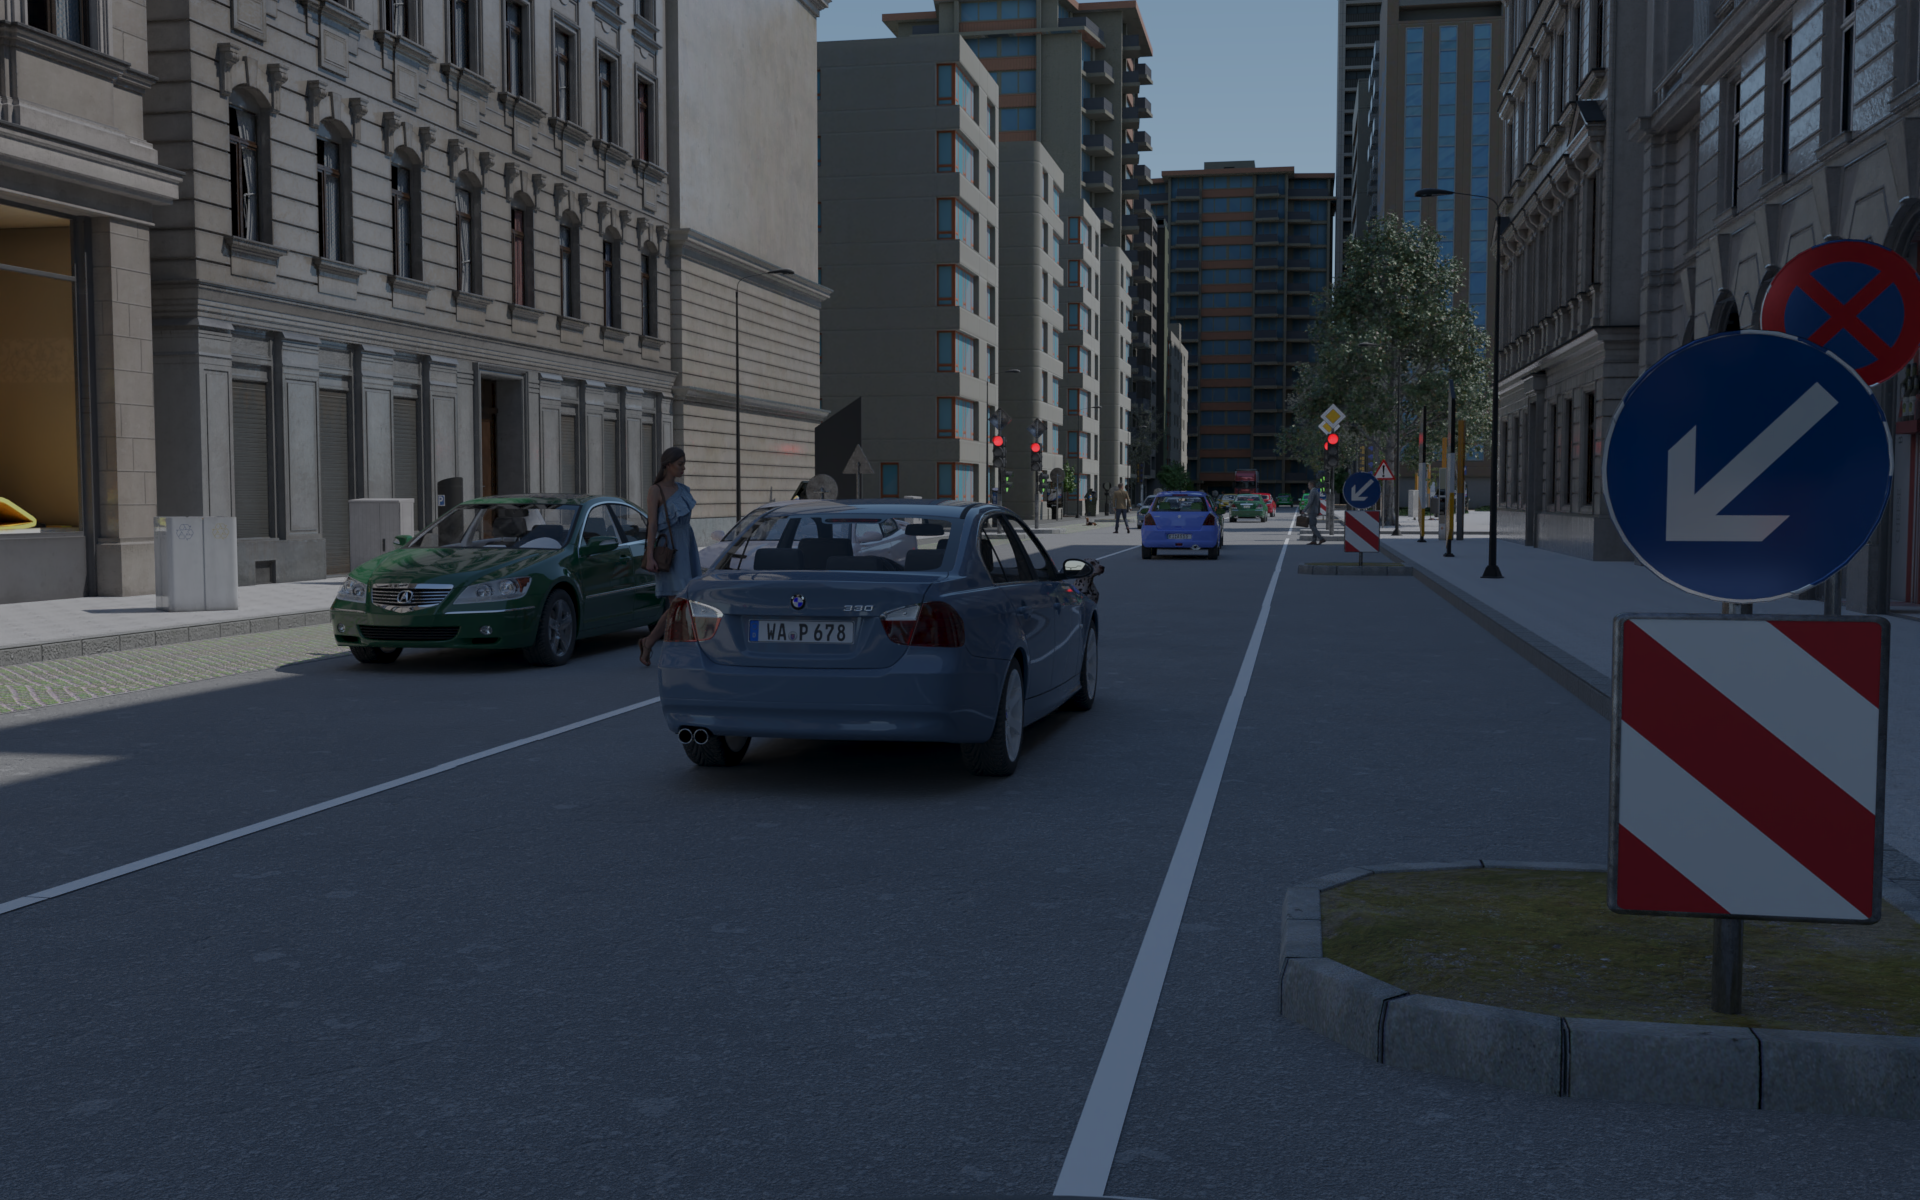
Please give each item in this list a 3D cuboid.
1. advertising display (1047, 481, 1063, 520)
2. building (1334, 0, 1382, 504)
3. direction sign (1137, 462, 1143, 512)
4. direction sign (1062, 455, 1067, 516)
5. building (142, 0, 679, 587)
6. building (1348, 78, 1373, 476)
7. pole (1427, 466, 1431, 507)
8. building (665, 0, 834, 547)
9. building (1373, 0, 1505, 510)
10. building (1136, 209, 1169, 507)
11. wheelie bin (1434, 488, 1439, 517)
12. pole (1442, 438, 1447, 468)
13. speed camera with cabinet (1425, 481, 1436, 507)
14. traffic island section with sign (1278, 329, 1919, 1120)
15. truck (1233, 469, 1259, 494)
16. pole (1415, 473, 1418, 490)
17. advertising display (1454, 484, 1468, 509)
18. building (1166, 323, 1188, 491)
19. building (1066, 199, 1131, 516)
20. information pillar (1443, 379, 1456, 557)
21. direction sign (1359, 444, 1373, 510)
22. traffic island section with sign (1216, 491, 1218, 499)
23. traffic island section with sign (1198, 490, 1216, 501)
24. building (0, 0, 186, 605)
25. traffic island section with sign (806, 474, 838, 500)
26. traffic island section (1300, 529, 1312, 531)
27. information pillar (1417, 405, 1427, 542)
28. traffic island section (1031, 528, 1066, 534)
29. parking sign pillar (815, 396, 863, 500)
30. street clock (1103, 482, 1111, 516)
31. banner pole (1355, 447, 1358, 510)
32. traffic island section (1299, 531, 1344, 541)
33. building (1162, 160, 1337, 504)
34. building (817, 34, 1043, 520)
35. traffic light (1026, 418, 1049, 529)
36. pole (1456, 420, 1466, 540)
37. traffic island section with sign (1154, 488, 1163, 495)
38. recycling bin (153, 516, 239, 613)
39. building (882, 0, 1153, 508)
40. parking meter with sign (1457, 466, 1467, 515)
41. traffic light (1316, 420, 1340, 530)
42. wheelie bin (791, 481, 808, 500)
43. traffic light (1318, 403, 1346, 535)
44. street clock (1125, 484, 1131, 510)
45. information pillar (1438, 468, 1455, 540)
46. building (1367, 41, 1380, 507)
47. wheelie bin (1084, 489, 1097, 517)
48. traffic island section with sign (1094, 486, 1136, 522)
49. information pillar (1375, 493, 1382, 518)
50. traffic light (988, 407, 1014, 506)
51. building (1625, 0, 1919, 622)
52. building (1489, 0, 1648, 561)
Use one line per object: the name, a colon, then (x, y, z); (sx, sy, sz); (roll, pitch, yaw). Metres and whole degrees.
advertising display: (4.761, -4.994, 86.869); (0.974, 1.923, 0.123); (3, 5, 42)
building: (59.571, -48.198, 226.285); (20.611, 71.187, 20.563); (1, 4, 11)
direction sign: (12.872, -8.075, 124.020); (0.379, 3.537, 0.876); (-1, 4, -21)
direction sign: (6.005, -6.549, 99.073); (0.379, 3.537, 0.876); (0, 4, 6)
building: (-12.976, -11.197, 32.219); (9.793, 20.994, 18.267); (1, 4, 11)
building: (54.501, -34.765, 192.114); (21.300, 48.544, 21.600); (1, 4, 11)
pole: (32.241, -7.663, 119.140); (0.158, 3.312, 0.155); (0, 3, 0)
building: (-21.746, -14.119, 49.935); (34.723, 24.649, 14.460); (1, 4, 11)
building: (42.314, -30.279, 145.173); (14.600, 45.320, 14.200); (1, 4, 11)
building: (13.471, -24.691, 175.396); (14.160, 30.474, 14.107); (1, 4, 11)
wheelie bin: (26.510, -5.335, 95.143); (0.980, 1.594, 0.693); (-1, 4, -17)
pole: (17.479, -4.204, 62.577); (0.158, 3.312, 0.155); (0, 3, 0)
speed camera with cabinet: (34.218, -7.996, 125.075); (0.660, 3.252, 2.038); (-1, 4, -11)
traffic island section with sign: (1.941, 0.223, 4.976); (1.989, 1.847, 2.006); (1, 4, 11)
truck: (32.494, -12.688, 196.361); (2.839, 4.237, 11.283); (1, 4, 11)
pole: (30.781, -7.517, 116.742); (0.158, 3.312, 0.155); (0, 3, 0)
advertising display: (33.471, -6.770, 115.897); (0.974, 1.923, 0.123); (2, 4, 34)
building: (10.810, -21.701, 199.856); (28.899, 21.520, 27.650); (1, 4, 11)
building: (-3.548, -16.718, 118.377); (27.650, 21.520, 28.899); (1, 4, 11)
information pillar: (9.988, -2.684, 35.243); (0.183, 3.616, 0.504); (1, 4, 8)
direction sign: (18.238, -5.251, 77.855); (0.876, 3.537, 0.379); (-2, 4, -33)
traffic island section with sign: (28.068, -11.097, 190.059); (1.989, 1.847, 2.006); (1, 4, 11)
traffic island section with sign: (22.860, -9.479, 163.610); (1.989, 1.847, 2.006); (1, 4, 11)
building: (-18.424, -9.317, 3.245); (10.553, 20.767, 40.483); (1, 4, 11)
traffic island section with sign: (-2.794, -1.537, 33.763); (1.989, 1.847, 2.006); (1, 4, 11)
traffic island section: (13.143, -2.416, 61.783); (2.009, 0.180, 2.903); (1, 4, 11)
information pillar: (12.293, -3.346, 46.057); (0.183, 3.616, 0.504); (0, 4, 3)
traffic island section: (2.802, -2.541, 63.823); (2.009, 0.180, 2.903); (1, 4, 11)
parking sign pillar: (-3.346, -3.627, 47.767); (1.447, 3.967, 1.447); (0, 4, 0)
street clock: (8.678, -5.981, 102.362); (0.471, 2.002, 0.358); (-2, 4, -24)
banner pole: (19.332, -5.773, 84.412); (0.401, 3.779, 0.863); (1, 4, 16)
traffic island section: (11.596, -1.937, 53.949); (2.009, 0.180, 2.903); (1, 4, 11)
building: (35.055, -35.230, 230.630); (28.867, 44.769, 22.147); (1, 4, 11)
building: (-10.780, -14.509, 82.262); (27.650, 21.520, 28.899); (1, 4, 11)
traffic light: (2.839, -4.572, 63.681); (0.839, 4.253, 0.868); (1, 4, 11)
pole: (13.876, -3.311, 47.974); (0.158, 3.312, 0.155); (0, 3, 0)
traffic island section with sign: (13.176, -6.483, 114.632); (1.989, 1.847, 2.006); (1, 4, 11)
recycling bin: (-8.470, -0.406, 19.199); (0.722, 1.027, 0.722); (-3, 4, -36)
building: (5.424, -30.585, 154.683); (22.147, 44.769, 28.867); (1, 4, 11)
parking meter with sign: (30.921, -6.766, 106.891); (0.543, 3.016, 1.738); (1, 4, 18)
traffic light: (13.106, -4.450, 61.677); (0.839, 4.253, 0.868); (1, 4, 11)
wheelie bin: (-3.584, -2.039, 41.247); (0.693, 1.594, 0.980); (2, 4, 28)
traffic light: (11.559, -3.971, 53.843); (0.839, 4.253, 0.868); (1, 4, 11)
street clock: (12.064, -7.328, 124.377); (0.471, 2.002, 0.358); (0, 4, -1)
information pillar: (13.503, -2.665, 48.066); (0.304, 2.012, 0.304); (-2, 4, -27)
building: (50.700, -33.440, 166.357); (23.786, 49.044, 30.456); (1, 4, 11)
wheelie bin: (7.460, -5.555, 98.739); (0.693, 1.594, 0.980); (-1, 4, -11)
traffic island section with sign: (7.924, -4.855, 88.015); (1.989, 1.847, 2.006); (1, 4, 11)
information pillar: (21.294, -5.106, 87.972); (0.304, 2.012, 0.304); (2, 4, 30)
traffic light: (1.292, -4.093, 55.846); (0.839, 4.253, 0.868); (1, 4, 11)
building: (15.739, -10.794, 18.287); (13.314, 21.916, 24.055); (1, 4, 11)
building: (18.465, -10.755, 40.473); (10.561, 19.102, 19.286); (1, 4, 11)
